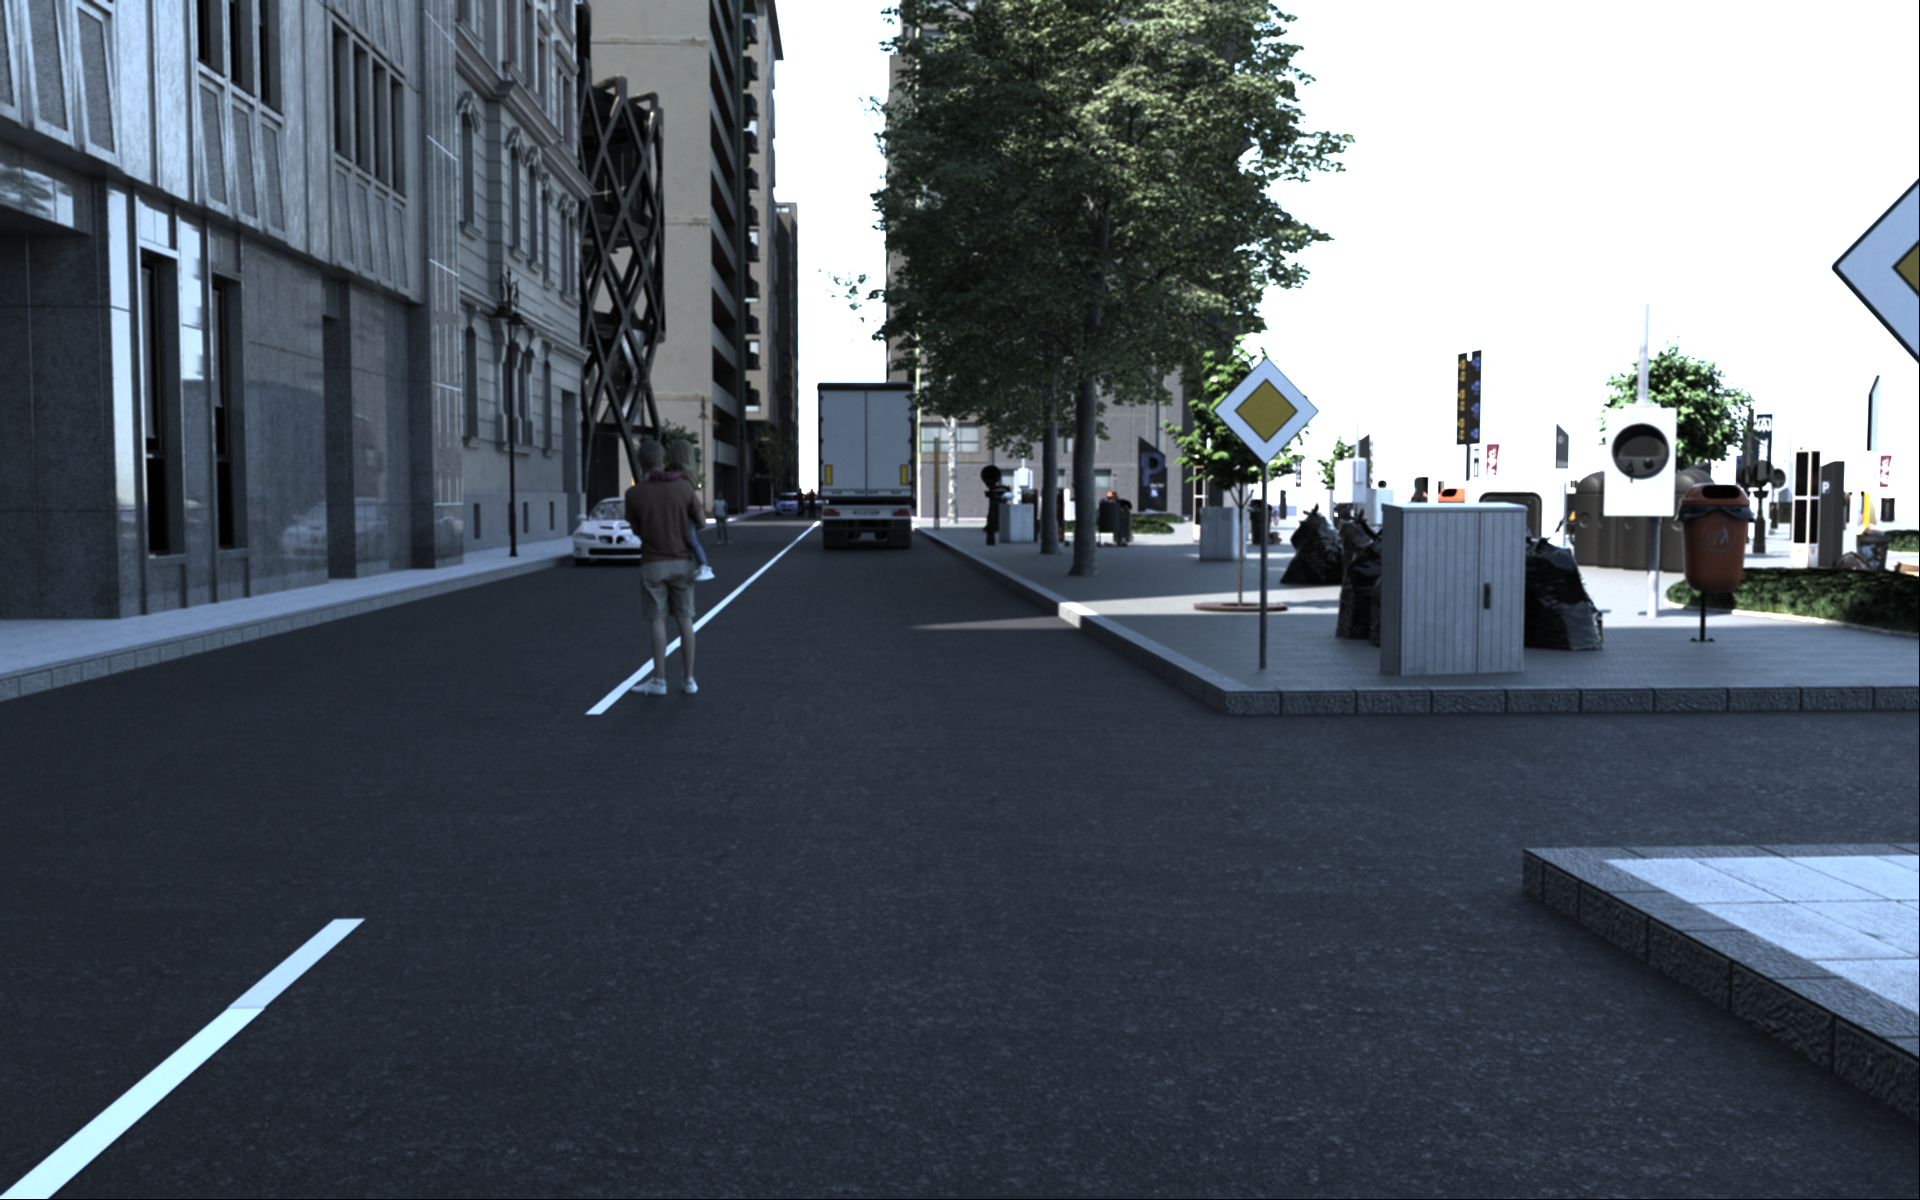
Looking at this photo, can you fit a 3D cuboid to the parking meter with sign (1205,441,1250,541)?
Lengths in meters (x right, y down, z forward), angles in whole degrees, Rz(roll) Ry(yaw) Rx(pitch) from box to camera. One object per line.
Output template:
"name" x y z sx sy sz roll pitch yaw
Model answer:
"parking meter with sign" 7.554 -3.118 47.238 1.738 3.016 0.543 1 4 15

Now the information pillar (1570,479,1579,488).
"information pillar" 30.588 -5.005 86.322 0.304 2.012 0.304 -1 4 -15

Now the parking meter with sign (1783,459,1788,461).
"parking meter with sign" 41.516 -5.457 85.478 0.543 3.016 1.738 -2 4 -26

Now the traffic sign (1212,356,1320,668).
"traffic sign" 2.230 -0.554 12.707 0.795 2.450 0.064 0 4 -4

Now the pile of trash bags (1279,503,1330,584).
"pile of trash bags" 6.004 -0.875 24.058 1.912 1.369 3.447 -2 4 -24

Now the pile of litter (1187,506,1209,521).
"pile of litter" 11.719 -4.230 83.125 1.719 0.858 1.176 1 4 23

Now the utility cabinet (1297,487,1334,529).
"utility cabinet" 11.385 -2.865 55.522 1.173 1.500 0.318 3 5 42

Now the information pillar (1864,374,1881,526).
"information pillar" 17.777 -2.594 33.760 0.183 3.616 0.504 3 5 44

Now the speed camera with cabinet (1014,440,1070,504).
"speed camera with cabinet" 3.029 -4.270 64.157 2.038 3.252 0.660 0 4 0

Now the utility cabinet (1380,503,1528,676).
"utility cabinet" 3.551 -0.079 12.458 1.020 1.237 0.306 -1 4 -16

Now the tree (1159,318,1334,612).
"tree" 2.989 -1.501 19.145 1.663 3.219 1.824 0 3 0

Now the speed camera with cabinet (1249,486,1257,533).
"speed camera with cabinet" 9.443 -3.867 57.556 0.660 3.252 2.038 1 4 19

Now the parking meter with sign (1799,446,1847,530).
"parking meter with sign" 31.140 -4.047 62.426 0.543 3.016 1.738 -2 4 -24

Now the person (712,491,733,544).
"person" -6.824 -2.360 49.687 0.523 1.515 0.503 3 4 38

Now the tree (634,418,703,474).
"tree" -12.598 -5.578 74.913 4.285 4.588 4.351 0 3 0

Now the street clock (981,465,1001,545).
"street clock" 0.773 -2.383 43.526 0.471 2.002 0.358 -1 4 -11

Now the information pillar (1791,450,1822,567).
"information pillar" 14.096 -1.490 28.853 0.304 2.012 0.304 -2 4 -31

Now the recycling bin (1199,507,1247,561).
"recycling bin" 5.107 -1.288 33.620 0.722 1.027 0.722 2 4 30

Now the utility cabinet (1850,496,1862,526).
"utility cabinet" 36.734 -3.659 70.992 0.306 1.237 1.020 3 4 36

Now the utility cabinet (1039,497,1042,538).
"utility cabinet" 2.650 -2.405 50.486 0.306 1.237 1.020 2 4 27

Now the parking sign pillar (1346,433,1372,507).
"parking sign pillar" 17.536 -5.392 76.632 1.447 3.967 1.447 2 4 33

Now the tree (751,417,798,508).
"tree" -17.519 -13.039 163.557 4.737 8.622 4.395 0 3 0

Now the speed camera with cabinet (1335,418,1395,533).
"speed camera with cabinet" 10.634 -3.127 45.456 2.038 3.252 0.660 -3 5 -44

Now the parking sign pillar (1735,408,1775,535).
"parking sign pillar" 25.041 -4.056 54.782 1.447 3.967 1.447 1 4 15

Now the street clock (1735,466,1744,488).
"street clock" 20.282 -2.459 44.775 0.471 2.002 0.358 -1 4 -22

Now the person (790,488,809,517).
"person" -10.096 -6.201 109.820 1.348 1.831 0.705 0 4 3

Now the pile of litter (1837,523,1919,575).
"pile of litter" 13.365 -0.669 24.902 1.719 0.858 1.176 -1 4 -12

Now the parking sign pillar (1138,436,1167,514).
"parking sign pillar" 8.989 -5.648 80.813 1.447 3.967 1.447 -1 4 -14

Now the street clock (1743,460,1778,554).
"street clock" 17.234 -2.002 37.298 0.471 2.002 0.358 0 4 -3

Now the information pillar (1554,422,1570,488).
"information pillar" 19.712 -4.002 56.780 0.504 3.616 0.183 -1 4 -11

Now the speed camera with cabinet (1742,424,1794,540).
"speed camera with cabinet" 22.893 -3.361 49.294 0.660 3.252 2.038 -2 4 -24

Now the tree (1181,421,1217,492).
"tree" 9.660 -4.823 62.574 4.285 4.588 4.351 0 3 0

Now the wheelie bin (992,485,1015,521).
"wheelie bin" 1.455 -3.220 60.554 0.980 1.594 0.693 1 4 18

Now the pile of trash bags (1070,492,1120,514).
"pile of trash bags" 6.108 -4.525 83.738 3.447 1.369 1.912 -1 4 -21

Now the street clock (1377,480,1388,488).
"street clock" 21.197 -5.040 86.972 0.471 2.002 0.358 -1 4 -18

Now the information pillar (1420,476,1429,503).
"information pillar" 18.796 -4.011 70.068 0.304 2.012 0.304 0 4 2

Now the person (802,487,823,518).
"person" -8.869 -5.842 103.947 1.348 1.831 0.705 -1 4 -19

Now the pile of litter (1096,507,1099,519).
"pile of litter" 5.863 -3.450 70.367 1.719 0.858 1.176 0 4 8

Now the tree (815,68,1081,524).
"tree" 0.130 -13.453 75.846 12.611 20.169 13.585 0 3 0

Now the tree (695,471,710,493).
"tree" -13.227 -5.585 85.913 1.663 3.219 1.824 0 3 0

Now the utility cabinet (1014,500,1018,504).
"utility cabinet" 2.970 -4.547 83.018 0.318 1.500 1.173 2 4 28

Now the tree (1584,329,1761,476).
"tree" 14.042 -3.106 34.502 4.285 4.588 4.351 0 3 0

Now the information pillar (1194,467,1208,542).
"information pillar" 6.402 -2.540 46.014 0.304 2.012 0.304 2 4 28

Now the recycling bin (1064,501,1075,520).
"recycling bin" 3.752 -2.920 60.299 0.722 1.027 0.722 -1 4 -13

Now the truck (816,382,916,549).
"truck" -2.576 -3.664 48.816 2.839 4.237 11.283 0 4 -2

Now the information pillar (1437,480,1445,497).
"information pillar" 24.905 -5.212 89.701 0.304 2.012 0.304 -3 5 -44

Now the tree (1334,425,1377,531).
"tree" 10.682 -3.321 48.894 1.663 3.219 1.824 0 3 0

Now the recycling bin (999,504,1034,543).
"recycling bin" 1.487 -2.031 45.758 0.722 1.027 0.722 -1 4 -22

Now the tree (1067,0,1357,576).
"tree" 2.385 -6.667 27.126 7.486 12.596 7.792 0 3 0

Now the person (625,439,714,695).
"person" -2.080 -0.248 12.523 0.573 1.828 0.580 2 4 26

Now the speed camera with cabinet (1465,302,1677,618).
"speed camera with cabinet" 6.369 -1.453 18.088 2.038 3.252 0.660 1 4 23

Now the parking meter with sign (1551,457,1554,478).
"parking meter with sign" 27.005 -5.218 81.574 1.738 3.016 0.543 1 4 17

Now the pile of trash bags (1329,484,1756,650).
"pile of trash bags" 5.056 -0.323 15.038 3.447 1.369 1.912 0 4 8

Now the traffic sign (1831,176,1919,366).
"traffic sign" 2.729 -0.067 4.737 0.795 2.450 0.064 0 4 -4
